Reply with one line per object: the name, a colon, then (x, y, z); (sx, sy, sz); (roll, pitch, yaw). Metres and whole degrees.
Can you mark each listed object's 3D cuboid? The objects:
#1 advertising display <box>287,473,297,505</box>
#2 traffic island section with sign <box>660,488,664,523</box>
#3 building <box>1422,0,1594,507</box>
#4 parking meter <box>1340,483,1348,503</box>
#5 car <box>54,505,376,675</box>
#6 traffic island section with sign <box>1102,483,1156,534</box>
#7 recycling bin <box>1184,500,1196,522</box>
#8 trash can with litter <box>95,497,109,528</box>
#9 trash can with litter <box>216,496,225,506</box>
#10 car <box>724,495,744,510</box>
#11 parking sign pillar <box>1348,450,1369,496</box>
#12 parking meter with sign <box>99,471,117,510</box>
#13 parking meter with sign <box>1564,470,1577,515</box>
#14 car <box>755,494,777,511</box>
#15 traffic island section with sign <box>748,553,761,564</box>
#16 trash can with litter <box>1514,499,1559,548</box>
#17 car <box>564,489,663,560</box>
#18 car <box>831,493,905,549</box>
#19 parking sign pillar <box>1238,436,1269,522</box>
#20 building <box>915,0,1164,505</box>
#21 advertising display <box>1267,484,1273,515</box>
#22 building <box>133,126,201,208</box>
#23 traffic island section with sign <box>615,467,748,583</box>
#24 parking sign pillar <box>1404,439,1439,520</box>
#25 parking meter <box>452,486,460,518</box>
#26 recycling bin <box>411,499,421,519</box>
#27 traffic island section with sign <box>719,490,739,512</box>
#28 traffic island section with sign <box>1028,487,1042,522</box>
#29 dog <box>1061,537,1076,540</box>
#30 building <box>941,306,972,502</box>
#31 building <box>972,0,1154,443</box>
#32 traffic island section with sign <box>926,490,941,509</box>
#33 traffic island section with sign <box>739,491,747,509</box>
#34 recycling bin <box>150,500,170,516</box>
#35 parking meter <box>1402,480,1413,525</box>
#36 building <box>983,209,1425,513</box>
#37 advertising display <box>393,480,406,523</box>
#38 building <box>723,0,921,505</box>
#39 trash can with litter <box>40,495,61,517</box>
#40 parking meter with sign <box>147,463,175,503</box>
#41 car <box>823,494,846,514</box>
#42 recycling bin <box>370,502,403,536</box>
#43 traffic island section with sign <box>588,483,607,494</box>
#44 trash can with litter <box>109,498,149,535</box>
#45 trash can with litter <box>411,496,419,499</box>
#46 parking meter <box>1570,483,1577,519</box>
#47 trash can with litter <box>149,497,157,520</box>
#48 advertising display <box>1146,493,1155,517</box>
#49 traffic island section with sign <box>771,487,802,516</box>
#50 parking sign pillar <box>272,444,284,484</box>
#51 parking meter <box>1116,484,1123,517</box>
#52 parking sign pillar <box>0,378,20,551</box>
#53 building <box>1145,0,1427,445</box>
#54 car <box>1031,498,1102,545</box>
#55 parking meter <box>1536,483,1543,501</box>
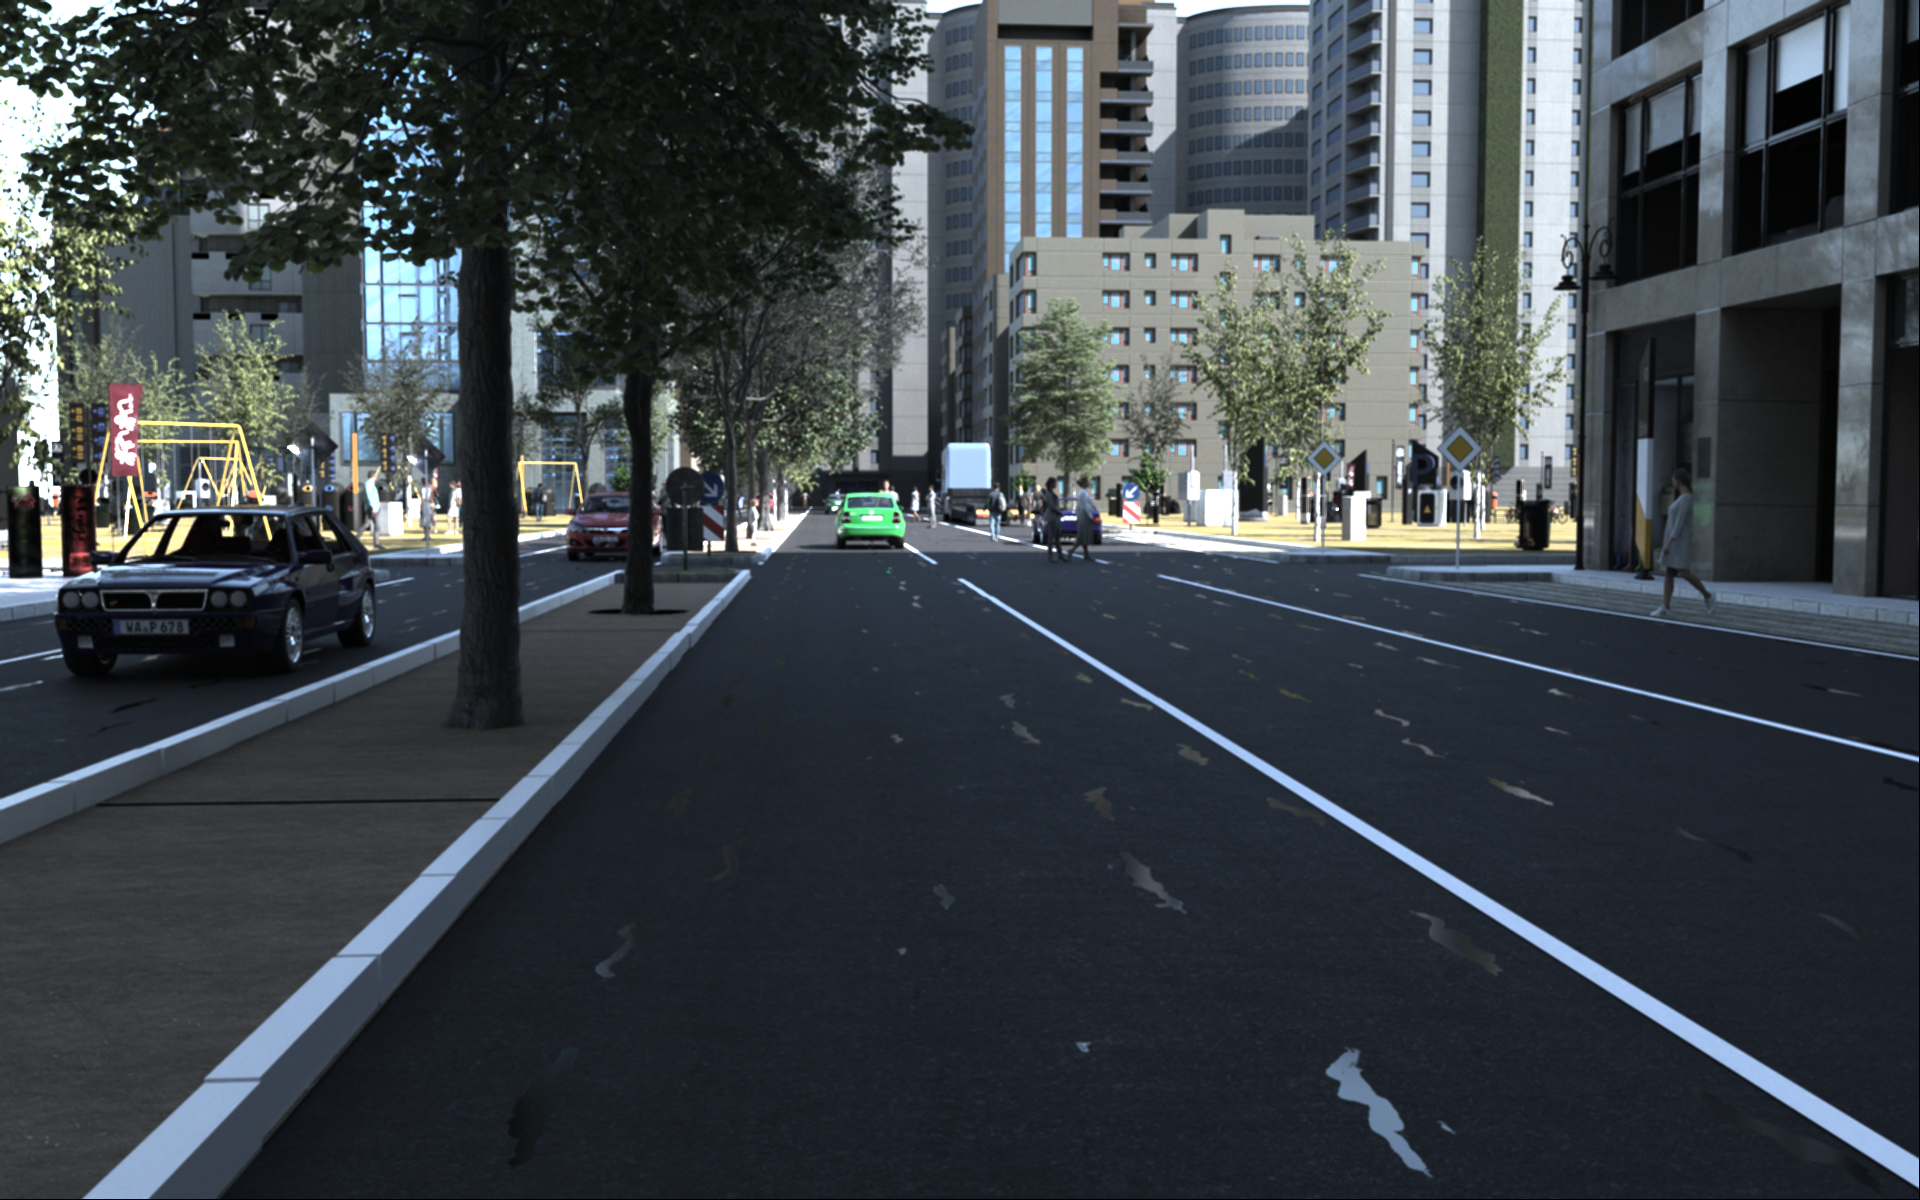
advertising display: (-20.407, -2.921, 52.964); (0.123, 1.923, 0.974); (-2, 4, -30)
traffic island section with sign: (-14.847, -4.845, 87.838); (1.989, 1.847, 2.006); (0, 4, -4)
building: (52.941, -39.112, 181.481); (28.212, 58.520, 21.231); (0, 4, -4)
parking meter: (20.826, -5.397, 93.950); (0.399, 1.863, 0.255); (1, 4, 17)
car: (-6.313, -0.149, 15.012); (1.945, 1.354, 3.894); (0, 4, -6)
traffic island section with sign: (5.926, -3.287, 62.378); (1.989, 1.847, 2.006); (0, 4, -4)
recycling bin: (10.811, -4.124, 79.981); (0.722, 1.027, 0.722); (3, 5, 40)
trash can with litter: (-32.598, -3.320, 65.676); (0.624, 1.170, 1.055); (-2, 4, -30)
trash can with litter: (-26.366, -3.104, 61.811); (1.678, 1.210, 2.233); (-3, 5, -41)
car: (-20.610, -9.037, 157.350); (1.945, 1.707, 3.694); (0, 4, -5)
parking sign pillar: (24.290, -7.163, 105.582); (1.447, 3.967, 1.447); (-3, 5, -39)
parking meter with sign: (-44.997, -5.804, 91.153); (0.543, 3.016, 1.738); (1, 4, 12)
parking meter with sign: (38.516, -6.873, 108.638); (1.738, 3.016, 0.543); (-3, 5, -43)
car: (-16.125, -8.191, 142.956); (2.155, 1.783, 4.494); (0, 4, -5)
traffic island section with sign: (-5.185, -1.710, 36.095); (2.006, 1.907, 1.989); (0, 4, -4)
trash can with litter: (13.625, -1.810, 40.976); (1.055, 1.170, 0.624); (-3, 4, -38)
car: (-7.697, -1.818, 38.765); (2.155, 1.783, 4.494); (0, 4, -5)
car: (-2.469, -2.314, 46.631); (1.959, 1.807, 4.718); (0, 4, -5)
parking sign pillar: (13.782, -5.677, 81.290); (1.447, 3.967, 1.447); (3, 5, 42)
building: (9.699, -40.634, 206.358); (28.212, 58.520, 21.231); (0, 4, -4)
advertising display: (18.986, -6.275, 107.806); (0.974, 1.923, 0.123); (-1, 4, -15)
building: (-79.958, -33.405, 200.797); (28.867, 44.769, 22.147); (0, 4, -4)
traffic island section with sign: (-4.613, -1.258, 28.710); (2.006, 1.907, 1.989); (0, 4, -4)
parking sign pillar: (22.616, -5.865, 84.370); (1.447, 3.967, 1.447); (2, 4, 30)
parking meter: (-27.074, -5.334, 92.918); (0.399, 1.863, 0.255); (0, 4, -7)
recycling bin: (-28.380, -4.753, 90.270); (0.722, 1.027, 0.722); (-3, 4, -39)
traffic island section with sign: (-18.776, -7.879, 137.447); (1.989, 1.847, 2.006); (0, 4, -4)
traffic island section with sign: (3.743, -4.979, 90.032); (1.989, 1.847, 2.006); (0, 4, -4)
dog: (3.531, -2.303, 54.497); (0.800, 0.831, 0.513); (-1, 4, -9)
building: (12.870, -20.172, 174.852); (27.650, 21.520, 28.899); (0, 4, -4)
building: (8.552, -30.710, 152.211); (14.600, 45.320, 14.200); (0, 4, -4)
traffic island section with sign: (-2.268, -9.647, 166.361); (1.989, 1.847, 2.006); (0, 4, -4)
traffic island section with sign: (-20.893, -9.522, 164.319); (1.989, 1.847, 2.006); (0, 4, -4)
recycling bin: (-33.817, -3.706, 73.150); (0.722, 1.027, 0.722); (-2, 4, -31)
parking meter: (18.885, -4.118, 73.034); (0.399, 1.863, 0.255); (-2, 4, -29)
building: (16.846, -17.552, 132.014); (27.650, 21.520, 28.899); (0, 4, -4)
advertising display: (-25.181, -4.442, 77.838); (0.123, 1.923, 0.974); (-3, 5, -44)
building: (-18.408, -40.484, 203.920); (28.212, 58.520, 21.231); (0, 4, -4)
trash can with litter: (-50.436, -5.180, 95.756); (2.233, 1.210, 1.678); (-3, 5, -40)
parking meter with sign: (-44.505, -6.142, 96.683); (1.738, 3.016, 0.543); (2, 4, 27)
car: (-8.714, -6.823, 123.359); (2.131, 1.459, 4.920); (0, 4, -5)
recycling bin: (-17.544, -2.471, 52.963); (0.722, 1.027, 0.722); (1, 4, 12)
traffic island section with sign: (-12.742, -3.201, 60.965); (1.989, 1.847, 2.006); (0, 4, -4)
trash can with litter: (-26.167, -2.639, 54.534); (1.055, 1.170, 0.624); (3, 5, 43)
trash can with litter: (-31.980, -5.491, 101.172); (0.624, 1.170, 1.055); (-2, 4, -29)
parking meter: (32.113, -5.188, 90.527); (0.255, 1.863, 0.399); (-1, 4, -16)
trash can with litter: (-29.931, -3.169, 63.197); (1.055, 1.170, 0.624); (-3, 5, -42)
advertising display: (10.356, -5.393, 93.388); (0.123, 1.923, 0.974); (3, 4, 39)
traffic island section with sign: (-11.103, -6.291, 111.002); (2.006, 1.907, 1.989); (0, 4, -4)
parking sign pillar: (-37.001, -6.450, 93.936); (1.447, 3.967, 1.447); (-2, 4, -25)
parking meter: (8.904, -5.554, 96.521); (0.255, 1.863, 0.399); (2, 4, 31)
parking sign pillar: (-22.024, -3.131, 39.659); (1.447, 3.967, 1.447); (0, 4, -8)
building: (37.971, -40.740, 208.103); (28.212, 58.520, 21.231); (0, 4, -4)
car: (3.062, -2.293, 50.070); (1.945, 1.354, 3.894); (0, 4, -3)
parking meter: (30.298, -5.191, 90.591); (0.255, 1.863, 0.399); (1, 4, 10)
